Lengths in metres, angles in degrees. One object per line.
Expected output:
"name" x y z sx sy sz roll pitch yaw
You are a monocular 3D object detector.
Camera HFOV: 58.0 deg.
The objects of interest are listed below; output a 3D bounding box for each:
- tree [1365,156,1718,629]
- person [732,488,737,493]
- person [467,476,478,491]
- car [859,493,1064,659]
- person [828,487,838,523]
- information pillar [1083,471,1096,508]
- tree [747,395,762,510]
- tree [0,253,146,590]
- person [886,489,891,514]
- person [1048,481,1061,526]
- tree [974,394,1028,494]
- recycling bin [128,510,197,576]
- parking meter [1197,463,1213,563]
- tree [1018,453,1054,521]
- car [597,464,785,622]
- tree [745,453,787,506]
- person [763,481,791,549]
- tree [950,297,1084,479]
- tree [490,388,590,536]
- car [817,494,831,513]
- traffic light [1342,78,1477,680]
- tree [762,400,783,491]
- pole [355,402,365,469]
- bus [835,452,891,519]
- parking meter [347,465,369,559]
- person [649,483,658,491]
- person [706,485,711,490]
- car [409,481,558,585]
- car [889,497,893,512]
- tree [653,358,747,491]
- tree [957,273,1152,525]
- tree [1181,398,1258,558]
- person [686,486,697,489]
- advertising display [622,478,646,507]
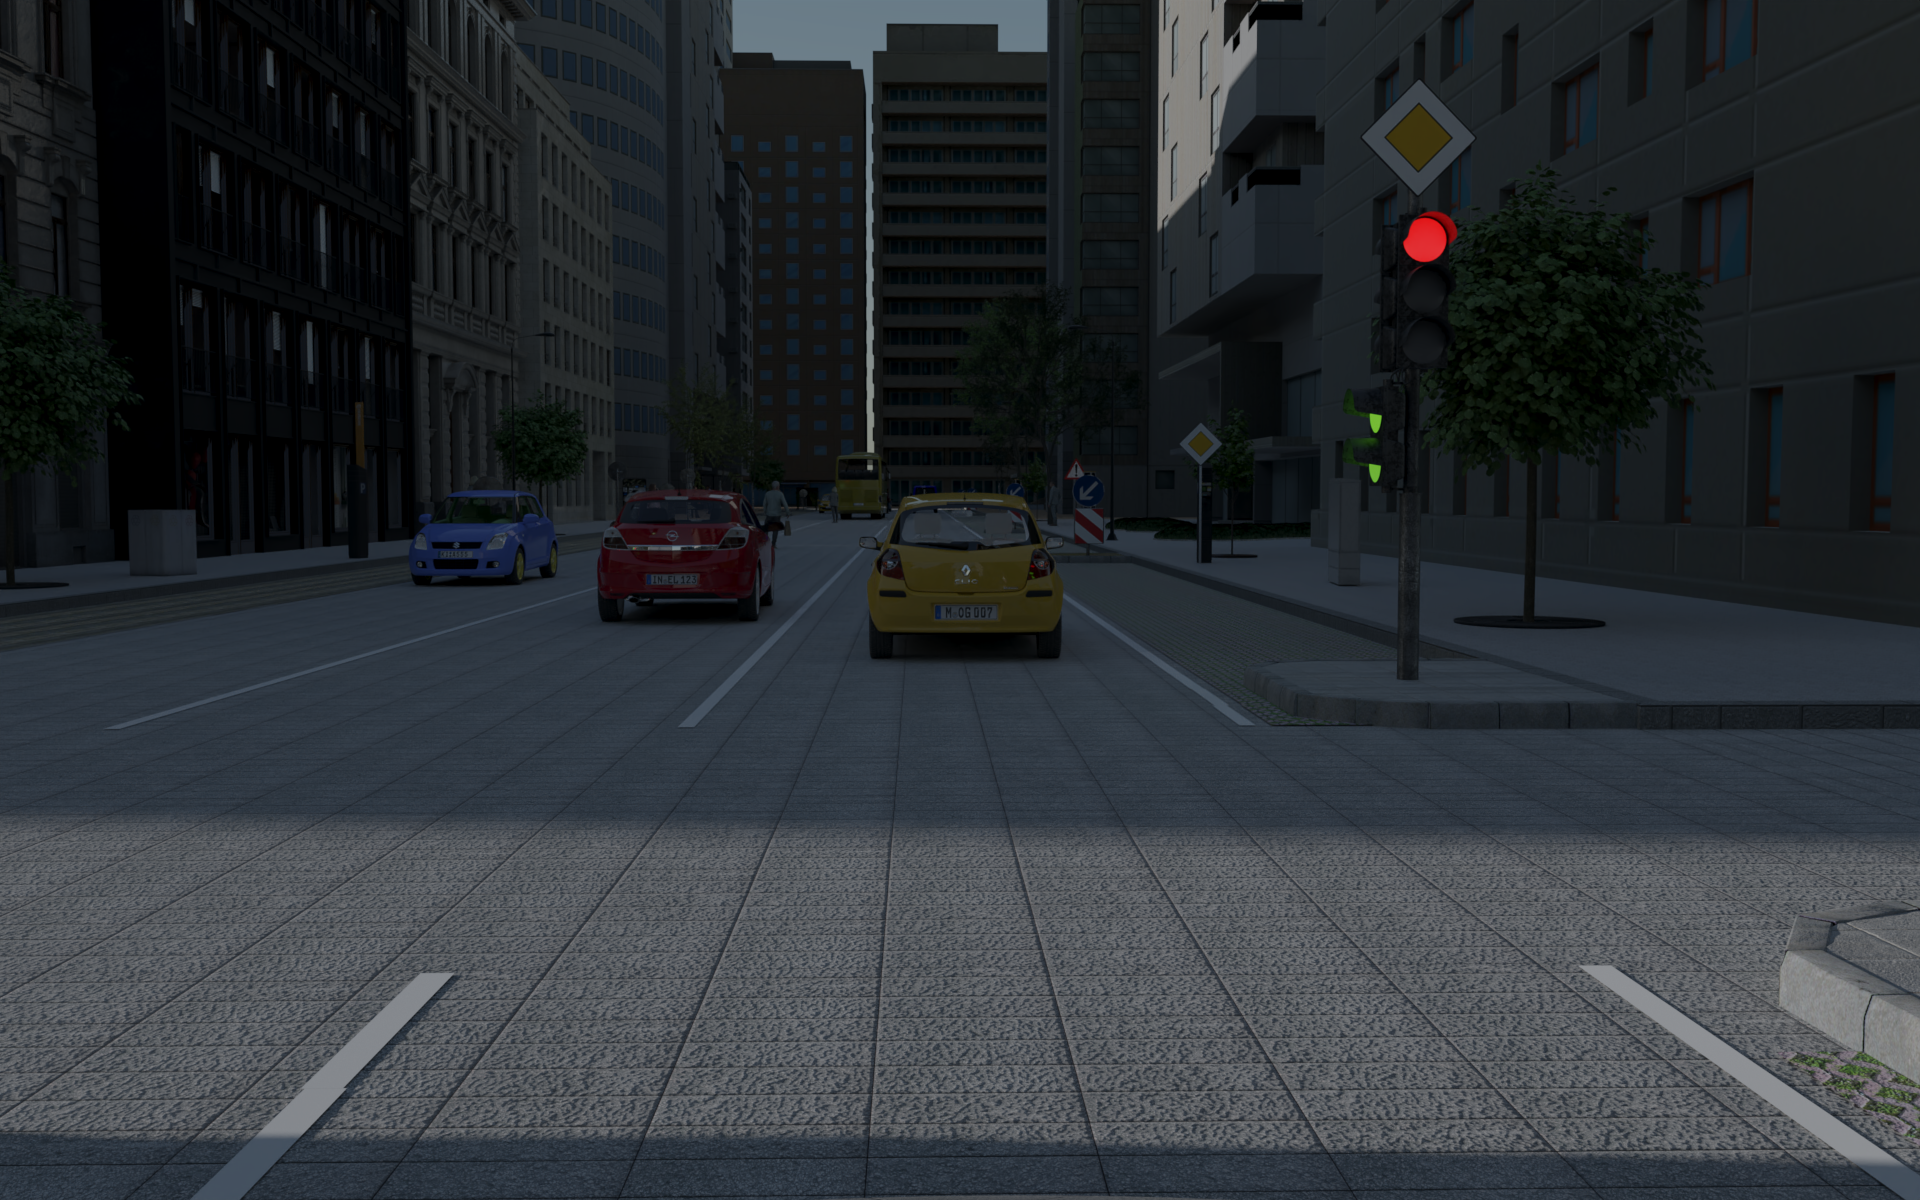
"tree" 5.560 -2.040 17.062 4.285 4.588 4.351 0 3 0
"person" -16.718 -7.438 128.470 1.217 1.723 0.721 1 4 17
"person" -13.927 -2.639 49.376 0.526 1.800 0.537 2 4 30
"car" 0.023 -0.384 16.506 2.015 1.641 3.980 0 4 -1
"person" -6.308 -4.734 86.078 0.537 1.800 0.526 -1 4 -20
"information pillar" 4.214 -3.173 56.377 0.304 2.012 0.304 2 4 35
"tree" -14.124 -9.305 102.501 4.737 8.622 4.395 0 3 0
"tree" -13.023 -2.448 23.740 4.285 4.588 4.351 0 3 0
"person" -5.287 -7.215 126.434 0.705 1.831 1.348 -1 4 -15
"person" 3.776 -3.876 69.514 0.391 1.810 0.635 2 4 26
"tree" 2.963 -10.810 127.104 4.360 8.622 3.978 0 3 0
"recycling bin" -12.613 -0.908 27.403 0.722 1.027 0.722 1 4 17
"parking meter" 4.551 -1.622 32.228 0.255 1.863 0.399 0 4 2
"tree" 3.516 -5.339 81.894 1.663 3.219 1.824 0 3 0
"car" -3.226 -0.728 20.941 2.155 1.783 4.494 0 4 -3
"tree" -15.257 -9.329 136.243 4.285 4.588 4.351 0 3 0
"person" -4.753 -2.200 44.961 0.782 1.767 0.515 1 4 8
"tree" 3.032 -10.180 92.203 9.928 11.665 9.643 0 3 0
"tree" -13.014 -4.294 53.920 4.285 4.588 4.351 0 3 0
"car" -9.599 -7.281 129.271 2.015 1.641 3.980 0 3 0
"traffic light" 3.082 -1.404 11.884 0.839 4.253 0.868 0 4 -1
"tree" -15.050 -10.749 126.109 4.737 8.622 4.395 0 3 0
"pole" -13.356 -2.737 38.598 0.158 3.312 0.155 0 3 0
"bus" -5.638 -6.688 100.901 2.896 3.916 12.252 0 4 -1
"parking meter" -12.014 -1.764 34.551 0.255 1.863 0.399 1 4 10
"person" -9.083 -2.550 50.784 0.593 1.750 0.643 -3 5 -39
"person" -16.098 -6.378 110.194 0.599 1.838 0.709 -2 4 -28
"car" -7.772 -1.150 28.390 1.945 1.707 3.694 0 4 -1
"car" -6.458 -7.920 141.502 2.014 1.417 4.499 0 4 -3
"tree" -14.523 -8.829 94.720 4.737 8.622 4.395 0 3 0
"tree" 3.863 -8.439 72.393 8.767 10.594 7.601 1 4 8
"tree" 5.592 -2.481 35.174 1.663 3.219 1.824 0 3 0
"person" -14.277 -5.251 92.702 0.445 1.727 0.742 2 4 35
"advertising display" -13.373 -4.034 71.161 0.974 1.923 0.123 -1 4 -17
